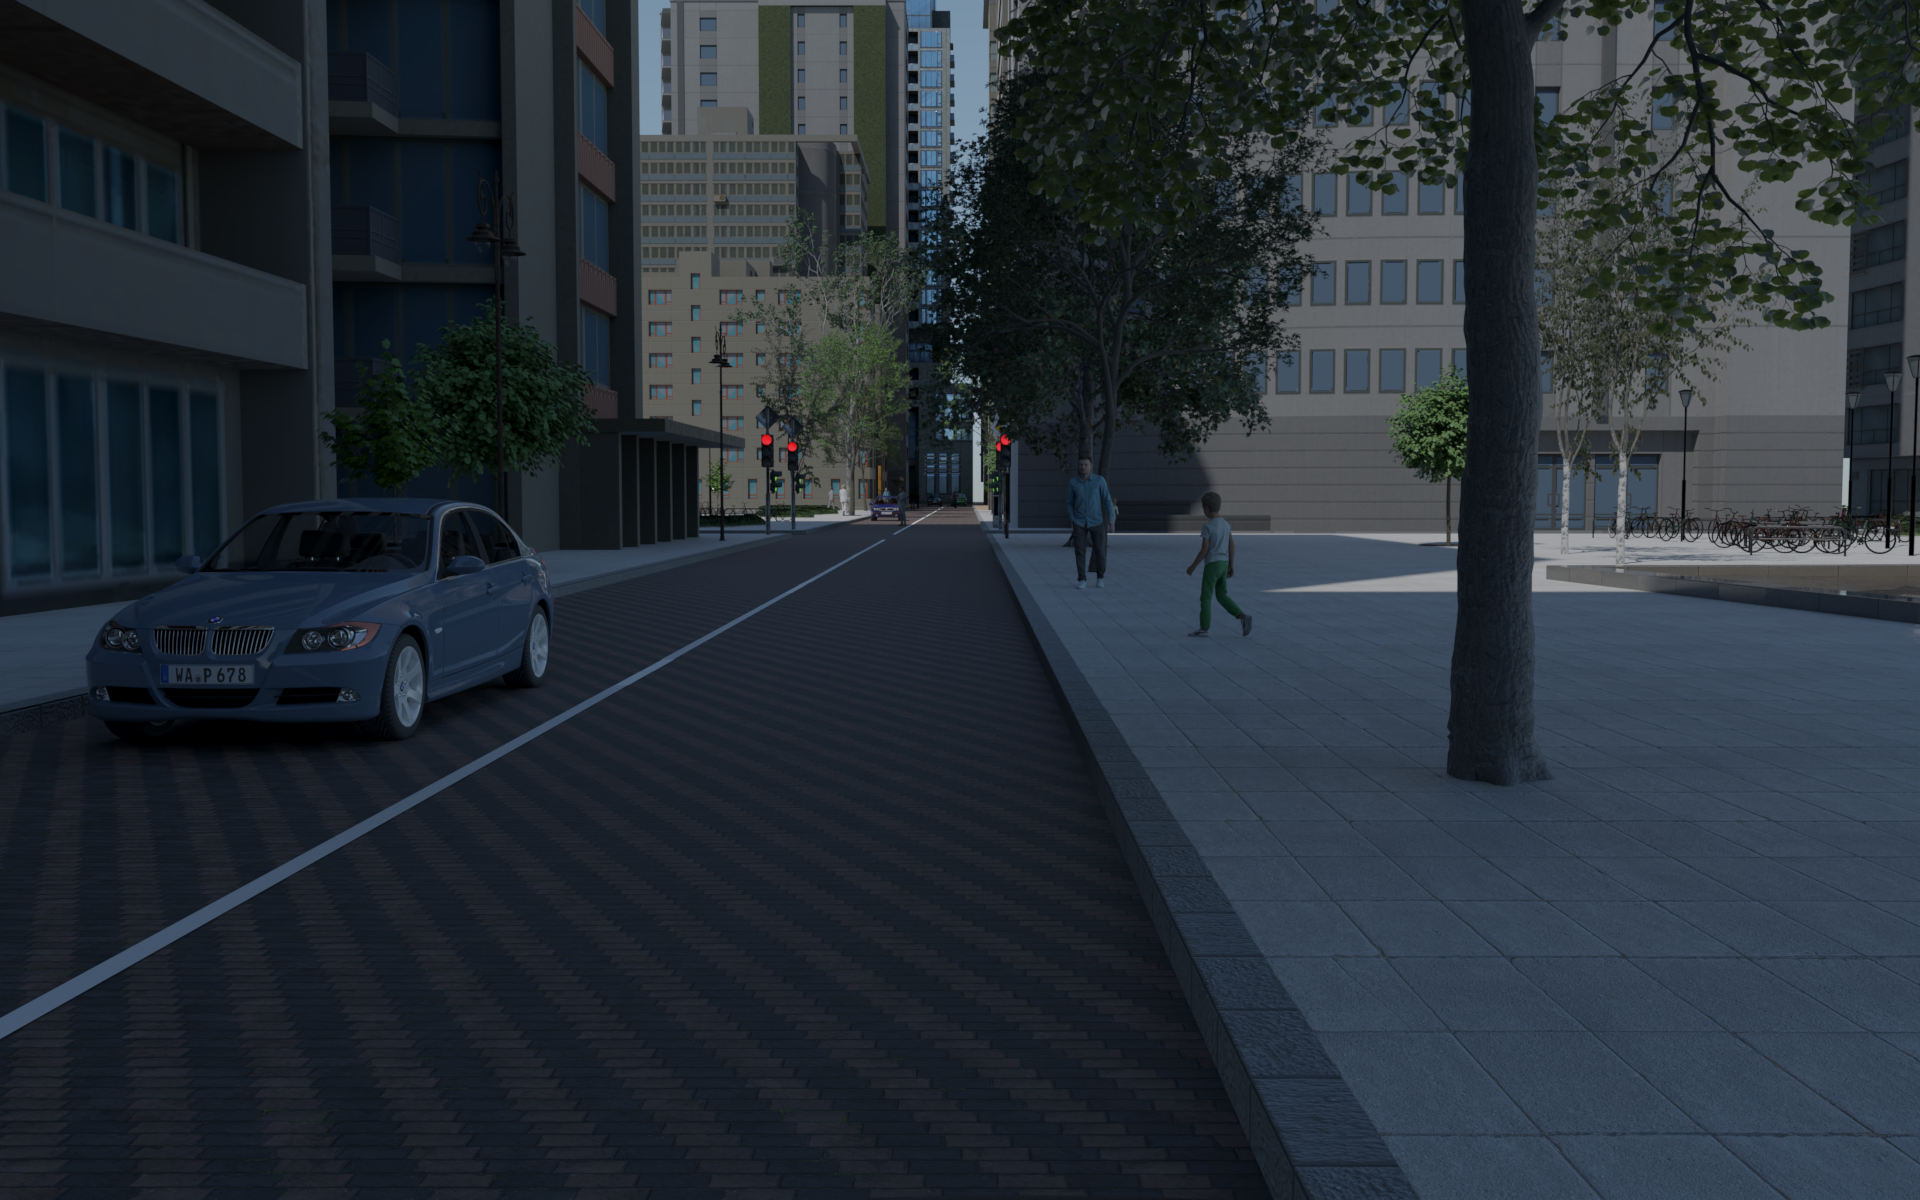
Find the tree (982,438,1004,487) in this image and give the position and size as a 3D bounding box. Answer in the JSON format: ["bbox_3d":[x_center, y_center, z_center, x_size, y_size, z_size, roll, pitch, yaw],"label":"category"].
[{"bbox_3d":[2.788,-6.269,86.208,4.285,4.588,4.351,0,3,0],"label":"tree"}]

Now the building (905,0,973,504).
[{"bbox_3d":[-13.775,-56.108,230.039,31.000,86.520,22.319,0,4,0],"label":"building"}]

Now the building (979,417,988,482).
[{"bbox_3d":[9.641,-27.880,227.540,14.107,30.474,14.160,0,4,0],"label":"building"}]

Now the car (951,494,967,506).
[{"bbox_3d":[-0.138,-11.785,201.480,1.959,1.807,4.718,0,4,1],"label":"car"}]

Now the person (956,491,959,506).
[{"bbox_3d":[-0.325,-12.248,208.766,1.348,1.822,0.705,2,4,34],"label":"person"}]

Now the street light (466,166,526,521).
[{"bbox_3d":[-6.624,-3.187,24.890,0.468,5.910,1.993,0,4,0],"label":"street light"}]

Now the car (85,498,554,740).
[{"bbox_3d":[-4.027,0.022,11.635,2.014,1.417,4.499,0,4,2],"label":"car"}]

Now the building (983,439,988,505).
[{"bbox_3d":[13.983,-54.041,196.236,22.319,86.520,31.000,0,4,0],"label":"building"}]

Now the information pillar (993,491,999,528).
[{"bbox_3d":[1.397,-3.768,66.100,0.304,2.012,0.304,0,4,-1],"label":"information pillar"}]

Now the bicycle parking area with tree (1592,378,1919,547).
[{"bbox_3d":[22.502,-3.751,48.338,8.231,4.147,9.016,0,4,2],"label":"bicycle parking area with tree"}]

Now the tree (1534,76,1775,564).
[{"bbox_3d":[12.335,-4.961,31.471,4.360,8.622,3.978,0,3,0],"label":"tree"}]

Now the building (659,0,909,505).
[{"bbox_3d":[-20.184,-40.416,202.792,28.212,58.520,21.231,0,4,0],"label":"building"}]

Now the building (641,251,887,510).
[{"bbox_3d":[-20.958,-18.799,152.410,27.650,21.520,28.899,0,4,0],"label":"building"}]

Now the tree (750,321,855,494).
[{"bbox_3d":[-6.968,-7.568,74.094,4.360,8.622,3.978,0,3,0],"label":"tree"}]

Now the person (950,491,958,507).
[{"bbox_3d":[-0.647,-11.427,195.411,1.350,1.814,0.705,-3,5,-45],"label":"person"}]

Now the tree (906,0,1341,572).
[{"bbox_3d":[2.563,-5.726,28.037,7.601,10.594,8.767,2,4,24],"label":"tree"}]

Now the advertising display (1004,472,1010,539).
[{"bbox_3d":[1.355,-2.751,50.194,0.123,1.923,0.974,0,4,-1],"label":"advertising display"}]

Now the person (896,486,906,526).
[{"bbox_3d":[-2.670,-4.227,77.794,0.466,1.800,0.511,-3,5,-43],"label":"person"}]

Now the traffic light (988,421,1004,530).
[{"bbox_3d":[1.449,-4.506,62.586,0.839,4.253,0.868,0,4,0],"label":"traffic light"}]

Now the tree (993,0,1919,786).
[{"bbox_3d":[2.015,-5.471,7.572,7.486,12.596,7.792,0,3,0],"label":"tree"}]

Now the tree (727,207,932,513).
[{"bbox_3d":[-8.569,-15.876,115.463,12.611,20.169,13.585,0,3,0],"label":"tree"}]

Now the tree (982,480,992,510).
[{"bbox_3d":[2.875,-8.835,139.049,1.663,3.219,1.824,0,3,0],"label":"tree"}]

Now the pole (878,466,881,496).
[{"bbox_3d":[-5.789,-8.020,124.975,0.158,3.312,0.155,0,3,0],"label":"pole"}]

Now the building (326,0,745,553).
[{"bbox_3d":[-21.141,-23.689,41.934,28.867,44.769,22.147,0,4,0],"label":"building"}]

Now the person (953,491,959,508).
[{"bbox_3d":[-0.386,-10.114,174.588,0.721,1.743,1.217,-1,4,-23],"label":"person"}]

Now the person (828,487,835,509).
[{"bbox_3d":[-9.596,-7.517,129.215,0.850,1.792,0.678,-3,4,-38],"label":"person"}]

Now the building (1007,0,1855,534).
[{"bbox_3d":[16.202,-32.173,68.021,28.212,58.520,21.231,0,4,0],"label":"building"}]

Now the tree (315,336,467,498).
[{"bbox_3d":[-7.153,-1.642,21.447,1.663,3.219,1.824,0,3,0],"label":"tree"}]

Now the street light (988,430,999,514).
[{"bbox_3d":[2.125,-8.649,114.202,0.468,5.910,1.993,0,4,0],"label":"street light"}]

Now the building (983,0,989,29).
[{"bbox_3d":[16.668,-35.402,168.063,28.713,52.752,27.495,0,4,0],"label":"building"}]

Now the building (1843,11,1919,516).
[{"bbox_3d":[45.857,-23.621,69.798,14.086,41.232,14.154,0,4,0],"label":"building"}]

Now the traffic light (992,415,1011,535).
[{"bbox_3d":[1.418,-4.017,54.601,0.839,4.253,0.868,0,4,0],"label":"traffic light"}]

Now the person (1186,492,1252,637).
[{"bbox_3d":[2.323,-0.318,15.490,0.590,1.304,0.306,2,4,29],"label":"person"}]

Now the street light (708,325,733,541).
[{"bbox_3d":[-6.538,-4.567,47.453,0.468,5.910,1.993,0,4,0],"label":"street light"}]

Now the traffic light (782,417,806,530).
[{"bbox_3d":[-6.012,-4.506,62.599,0.839,4.253,0.868,0,4,0],"label":"traffic light"}]

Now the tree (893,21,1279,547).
[{"bbox_3d":[3.121,-7.622,41.622,9.611,12.733,9.660,0,3,0],"label":"tree"}]

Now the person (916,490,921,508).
[{"bbox_3d":[-4.203,-10.170,174.806,0.705,1.821,1.348,-1,4,-15],"label":"person"}]

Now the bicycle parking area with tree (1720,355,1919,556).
[{"bbox_3d":[20.884,-3.124,38.078,9.016,4.147,8.231,3,4,37],"label":"bicycle parking area with tree"}]

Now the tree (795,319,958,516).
[{"bbox_3d":[-6.265,-10.797,102.292,9.928,11.665,9.643,0,3,0],"label":"tree"}]

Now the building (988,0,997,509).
[{"bbox_3d":[9.416,-28.378,147.578,14.154,41.232,14.086,0,4,0],"label":"building"}]

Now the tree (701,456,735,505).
[{"bbox_3d":[-12.319,-5.729,88.263,1.663,3.219,1.824,0,3,0],"label":"tree"}]

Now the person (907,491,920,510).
[{"bbox_3d":[-4.216,-8.887,154.620,1.217,1.723,0.721,0,4,6],"label":"person"}]

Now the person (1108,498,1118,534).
[{"bbox_3d":[5.043,-2.742,57.618,0.425,1.301,0.394,0,4,-7],"label":"person"}]

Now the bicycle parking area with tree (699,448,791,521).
[{"bbox_3d":[-13.015,-5.812,82.025,9.016,4.147,8.231,-2,4,-25],"label":"bicycle parking area with tree"}]

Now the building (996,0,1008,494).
[{"bbox_3d":[13.390,-30.447,121.509,21.300,48.544,21.600,0,4,0],"label":"building"}]

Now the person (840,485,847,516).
[{"bbox_3d":[-6.827,-5.841,101.425,0.514,1.842,0.818,1,4,11],"label":"person"}]

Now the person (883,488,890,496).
[{"bbox_3d":[-5.835,-8.047,137.947,0.601,1.785,0.444,1,4,16],"label":"person"}]

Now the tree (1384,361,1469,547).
[{"bbox_3d":[12.230,-3.621,42.924,4.285,4.588,4.351,0,3,0],"label":"tree"}]

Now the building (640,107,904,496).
[{"bbox_3d":[-22.152,-29.747,178.241,32.217,40.220,23.993,0,4,0],"label":"building"}]

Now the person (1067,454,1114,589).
[{"bbox_3d":[1.783,-1.077,23.666,0.660,1.820,0.620,1,4,9],"label":"person"}]

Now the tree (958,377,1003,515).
[{"bbox_3d":[2.404,-11.108,107.372,9.928,11.665,9.643,0,3,0],"label":"tree"}]

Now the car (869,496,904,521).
[{"bbox_3d":[-3.905,-4.937,93.306,1.945,1.354,3.894,0,4,-1],"label":"car"}]

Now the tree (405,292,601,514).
[{"bbox_3d":[-7.683,-2.729,28.332,4.285,4.588,4.351,0,3,0],"label":"tree"}]

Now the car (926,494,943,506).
[{"bbox_3d":[-3.012,-11.997,205.943,2.009,1.686,4.222,0,4,-1],"label":"car"}]

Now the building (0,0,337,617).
[{"bbox_3d":[-19.655,-23.815,13.071,21.300,48.544,21.600,0,4,0],"label":"building"}]

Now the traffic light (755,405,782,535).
[{"bbox_3d":[-6.043,-4.018,54.614,0.839,4.253,0.868,0,4,0],"label":"traffic light"}]
